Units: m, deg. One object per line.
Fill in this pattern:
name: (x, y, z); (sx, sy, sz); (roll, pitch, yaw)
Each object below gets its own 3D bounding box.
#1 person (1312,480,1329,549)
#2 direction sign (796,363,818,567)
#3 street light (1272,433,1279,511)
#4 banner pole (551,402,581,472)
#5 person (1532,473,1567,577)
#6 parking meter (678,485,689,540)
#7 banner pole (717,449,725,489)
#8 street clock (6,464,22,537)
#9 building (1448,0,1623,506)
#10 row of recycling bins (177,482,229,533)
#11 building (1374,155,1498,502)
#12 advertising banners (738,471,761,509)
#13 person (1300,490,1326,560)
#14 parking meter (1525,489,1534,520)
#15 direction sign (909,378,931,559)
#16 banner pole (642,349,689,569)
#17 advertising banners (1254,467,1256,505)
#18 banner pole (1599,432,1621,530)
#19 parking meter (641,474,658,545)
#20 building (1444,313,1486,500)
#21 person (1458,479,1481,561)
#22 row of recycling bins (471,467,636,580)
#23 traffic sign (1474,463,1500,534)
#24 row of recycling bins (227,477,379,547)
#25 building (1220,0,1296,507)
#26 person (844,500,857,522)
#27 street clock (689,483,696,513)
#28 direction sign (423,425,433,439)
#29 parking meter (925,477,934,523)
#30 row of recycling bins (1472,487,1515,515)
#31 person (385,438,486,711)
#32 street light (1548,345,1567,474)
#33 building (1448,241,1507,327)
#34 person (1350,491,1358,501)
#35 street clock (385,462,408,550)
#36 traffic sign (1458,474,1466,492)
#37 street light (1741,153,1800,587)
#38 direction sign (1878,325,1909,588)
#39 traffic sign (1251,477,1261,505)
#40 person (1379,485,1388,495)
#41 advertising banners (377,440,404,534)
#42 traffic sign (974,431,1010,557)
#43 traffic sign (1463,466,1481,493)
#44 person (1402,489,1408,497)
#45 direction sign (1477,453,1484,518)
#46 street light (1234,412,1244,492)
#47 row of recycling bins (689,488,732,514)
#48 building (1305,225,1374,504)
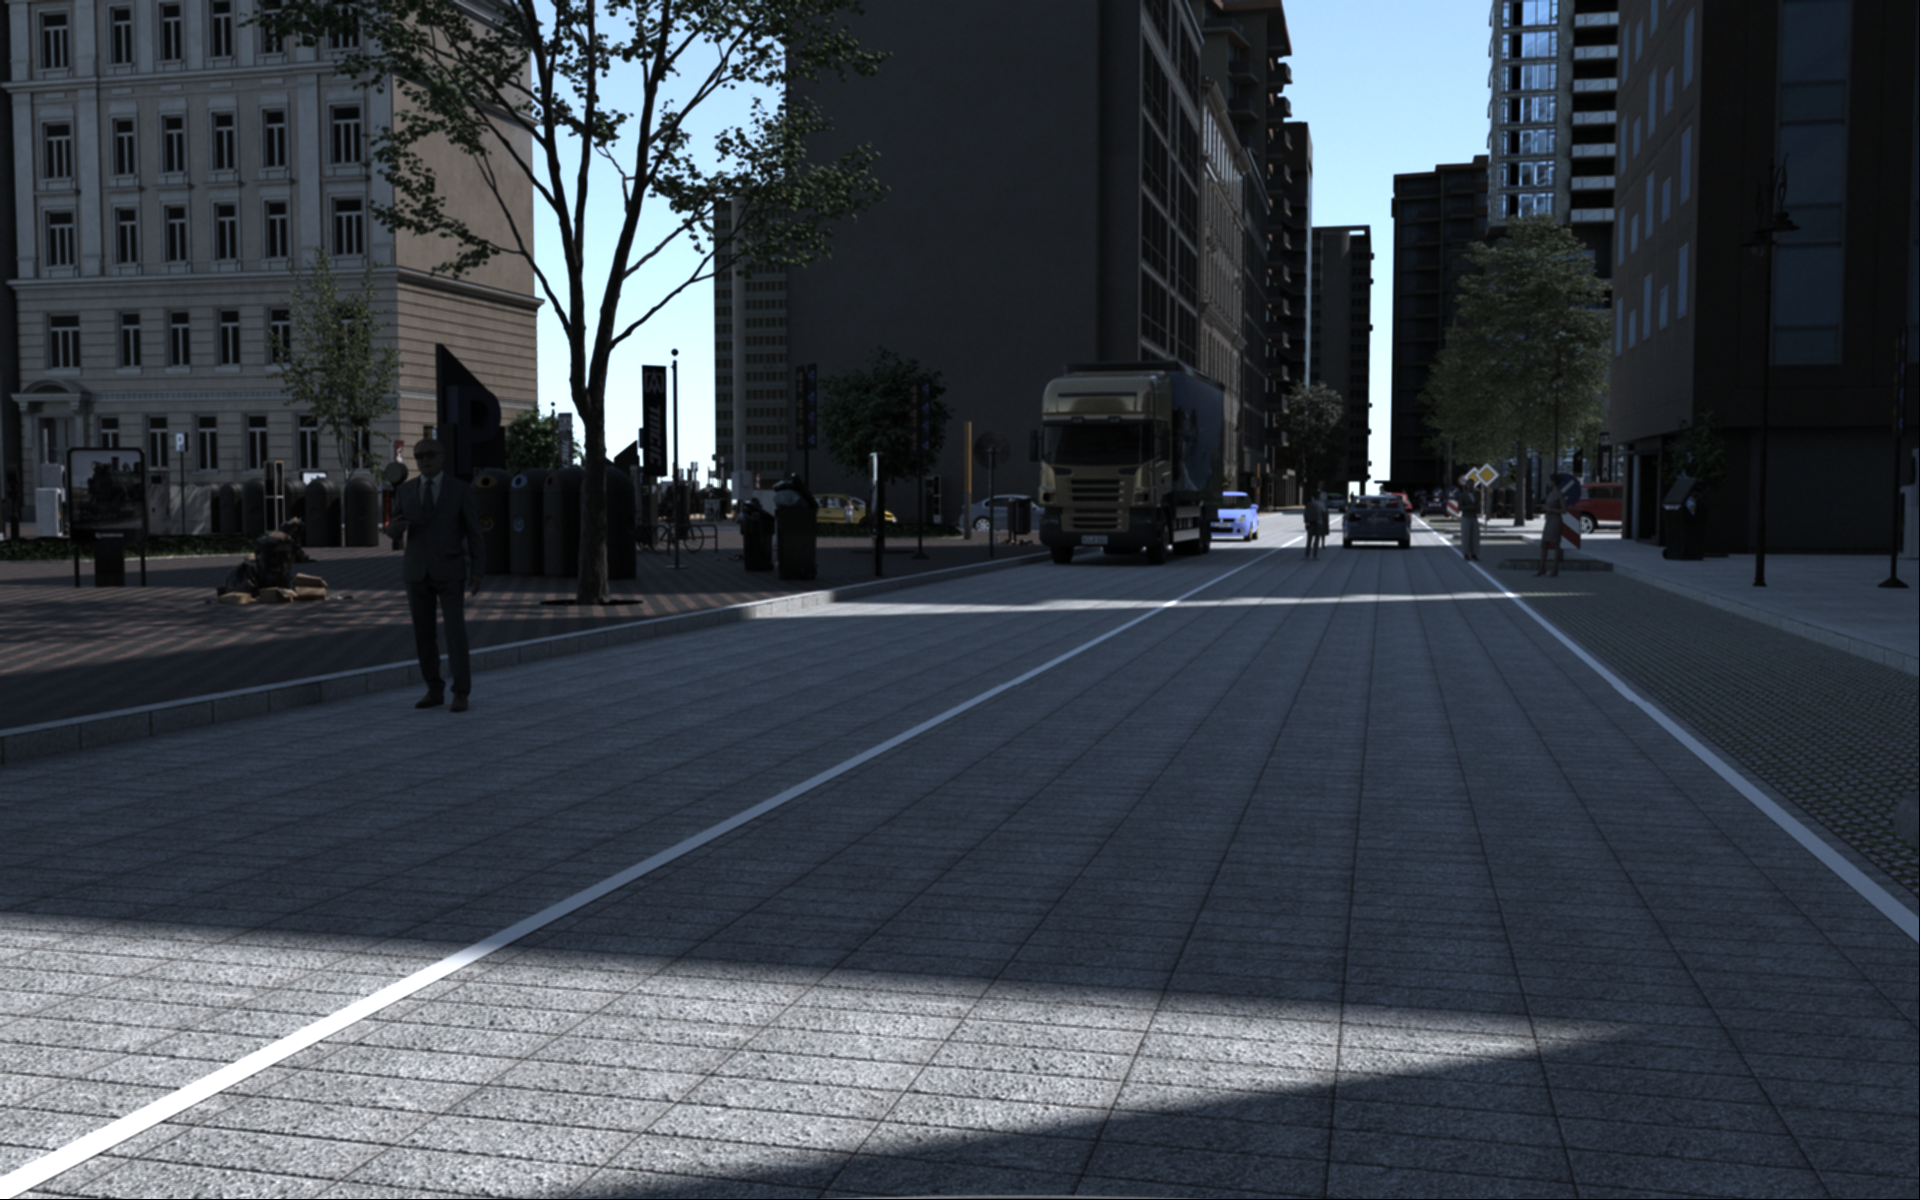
person: (9.463, -2.255, 45.588); (0.478, 1.798, 0.641); (0, 4, -4)
direction sign: (-2.700, -2.352, 30.451); (0.379, 3.537, 0.876); (-2, 4, -28)
street light: (23.279, -9.484, 127.851); (0.468, 5.910, 1.993); (1, 4, 14)
banner pole: (-10.803, -3.479, 46.896); (0.863, 3.779, 0.401); (2, 4, 24)
person: (10.099, -1.272, 29.634); (0.374, 1.781, 0.599); (-1, 4, -10)
parking meter: (-7.784, -2.451, 48.482); (0.372, 1.533, 0.369); (0, 3, 0)
banner pole: (-13.254, -6.481, 95.977); (0.401, 3.779, 0.863); (2, 4, 25)
street clock: (-23.098, -2.307, 42.296); (0.358, 2.002, 0.471); (-1, 4, -22)
building: (54.003, -50.982, 146.220); (22.319, 86.520, 31.000); (1, 4, 14)
row of recycling bins: (-24.279, -3.058, 57.104); (3.534, 1.692, 1.069); (1, 4, 12)
building: (69.193, -34.941, 225.911); (28.867, 44.769, 22.147); (1, 4, 14)
advertising banners: (-15.996, -8.274, 131.468); (2.074, 3.025, 0.090); (-3, 4, -36)
person: (7.662, -1.620, 37.581); (0.503, 1.515, 0.523); (-1, 4, -13)
parking meter: (27.799, -4.654, 84.504); (0.372, 1.533, 0.369); (0, 3, 0)
direction sign: (-0.789, -2.582, 34.220); (0.379, 3.537, 0.876); (-2, 4, -28)
banner pole: (-5.090, -2.431, 29.757); (0.863, 3.779, 0.401); (-3, 4, -37)
advertising banners: (17.285, -6.444, 101.551); (0.090, 3.025, 2.074); (1, 4, 11)
banner pole: (23.126, -4.381, 61.642); (0.863, 3.779, 0.401); (0, 4, -3)
parking meter: (-7.827, -2.323, 43.691); (0.255, 1.863, 0.399); (2, 4, 24)
building: (64.229, -20.271, 176.477); (27.650, 21.520, 28.899); (1, 4, 14)
person: (10.855, -1.699, 36.831); (0.519, 1.759, 0.362); (-1, 4, -21)
row of recycling bins: (-6.400, -1.226, 27.160); (3.534, 1.692, 1.069); (3, 4, 37)
traffic sign: (16.718, -3.142, 55.021); (0.795, 2.450, 0.064); (1, 4, 14)
row of recycling bins: (-15.906, -2.155, 42.354); (3.534, 1.692, 1.069); (1, 4, 10)
building: (24.410, -45.311, 179.083); (20.563, 71.187, 20.611); (1, 4, 14)
person: (-3.966, -2.989, 62.389); (0.505, 1.210, 0.382); (-1, 4, -9)
street clock: (-16.808, -6.381, 108.901); (0.358, 2.002, 0.471); (-2, 4, -33)
direction sign: (-17.322, -3.995, 57.323); (0.379, 3.537, 0.876); (3, 5, 44)
parking meter: (-1.019, -3.189, 57.850); (0.255, 1.863, 0.399); (0, 4, -6)
row of recycling bins: (33.500, -6.231, 108.982); (3.534, 1.692, 1.069); (-1, 4, -18)
person: (-3.507, -0.174, 11.516); (0.661, 1.801, 0.590); (0, 4, -2)
street light: (18.615, -4.970, 54.053); (0.468, 5.910, 1.993); (1, 4, 14)
building: (63.056, -26.110, 198.597); (14.160, 30.474, 14.107); (1, 4, 14)
person: (43.799, -11.237, 192.757); (0.750, 1.759, 0.617); (-1, 4, -10)
street clock: (-12.867, -2.143, 39.606); (0.471, 2.002, 0.358); (1, 4, 19)
traffic sign: (32.425, -6.813, 111.497); (0.768, 2.556, 0.104); (1, 4, 18)
street light: (11.120, -3.127, 23.909); (0.468, 5.910, 1.993); (1, 4, 14)
direction sign: (12.820, -1.938, 23.689); (0.379, 3.537, 0.876); (1, 4, 20)
traffic sign: (17.903, -6.282, 104.847); (0.606, 2.300, 0.079); (2, 4, 23)
person: (19.117, -4.248, 77.976); (0.620, 1.820, 0.660); (-2, 4, -28)
advertising banners: (-18.475, -3.644, 55.774); (0.090, 3.025, 2.074); (1, 4, 16)
traffic sign: (0.637, -2.141, 35.117); (0.768, 2.556, 0.104); (1, 4, 15)
traffic sign: (18.633, -3.617, 62.774); (0.795, 2.450, 0.064); (1, 4, 14)
person: (33.113, -7.399, 129.390); (0.656, 1.842, 0.836); (0, 4, -7)
direction sign: (28.186, -6.235, 93.941); (0.379, 3.537, 0.876); (0, 4, -5)
street light: (15.676, -7.632, 97.577); (0.468, 5.910, 1.993); (1, 4, 14)
row of recycling bins: (-16.248, -6.443, 112.455); (3.534, 1.692, 1.069); (2, 4, 32)
building: (44.128, -33.336, 236.920); (23.993, 40.220, 32.217); (1, 4, 14)
